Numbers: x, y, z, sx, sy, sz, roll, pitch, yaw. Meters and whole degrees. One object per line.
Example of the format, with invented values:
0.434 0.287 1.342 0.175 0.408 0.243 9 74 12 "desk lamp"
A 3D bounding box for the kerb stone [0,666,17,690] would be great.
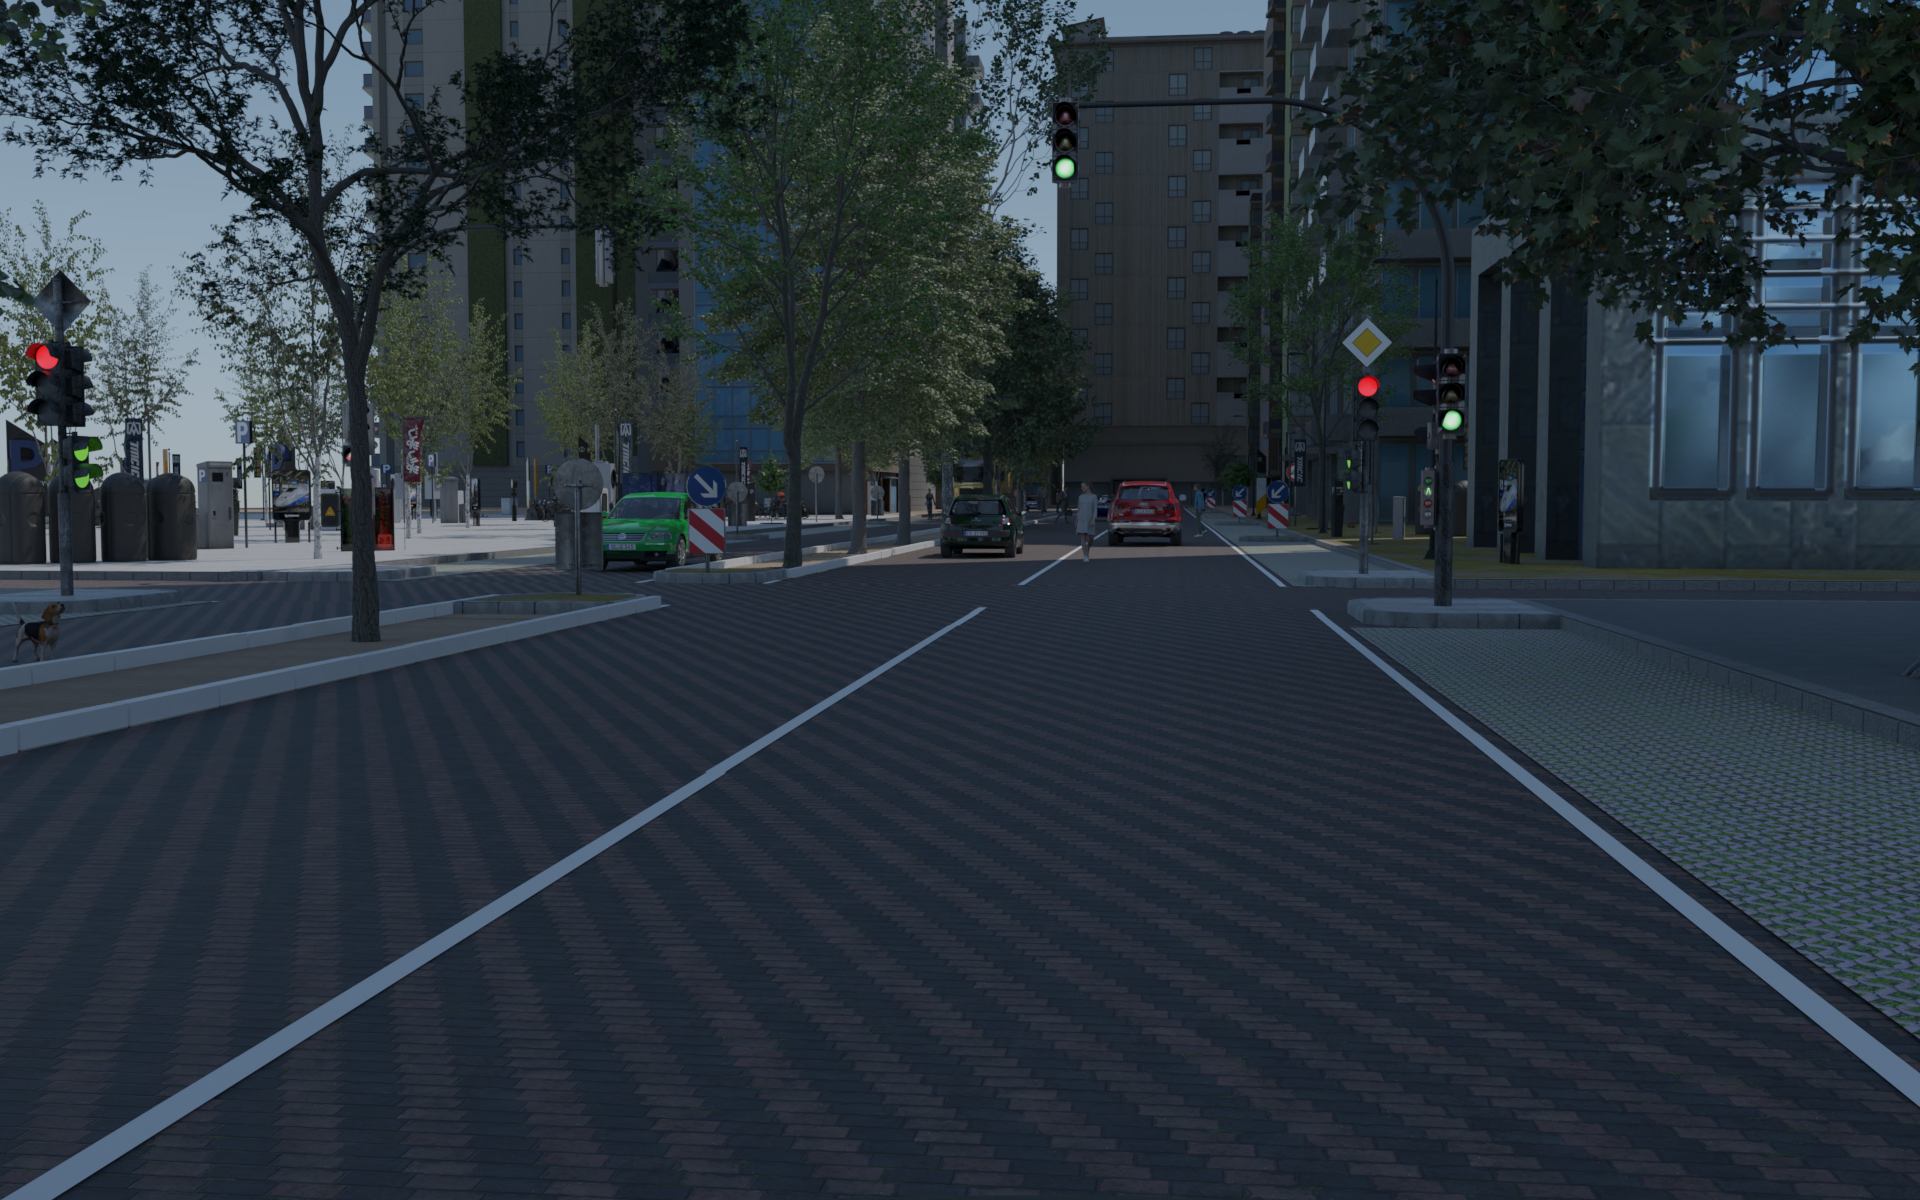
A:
-7.057 0.596 12.443 0.120 0.150 1.000 0 4 7 "kerb stone"

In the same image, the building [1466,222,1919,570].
27.663 -44.267 36.429 31.000 86.520 22.319 0 4 7 "building"

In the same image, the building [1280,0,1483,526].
27.607 -28.155 79.935 23.786 49.044 30.456 0 4 7 "building"

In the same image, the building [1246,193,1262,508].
34.782 -24.205 167.460 14.160 30.474 14.107 0 4 7 "building"

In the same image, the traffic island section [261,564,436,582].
-10.366 -0.463 29.847 2.009 0.180 2.903 0 4 7 "traffic island section"

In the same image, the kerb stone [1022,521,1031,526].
3.077 -3.525 79.833 0.120 0.150 1.000 0 4 7 "kerb stone"

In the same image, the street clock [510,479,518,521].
-20.999 -4.709 81.564 0.358 2.002 0.471 -2 4 -29 "street clock"

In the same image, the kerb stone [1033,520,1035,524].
3.325 -3.650 81.865 0.120 0.150 1.000 0 4 7 "kerb stone"

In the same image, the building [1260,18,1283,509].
34.005 -30.750 152.872 14.600 45.320 14.200 0 4 7 "building"

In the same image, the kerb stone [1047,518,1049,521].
4.432 -4.210 91.029 0.120 0.150 1.000 0 4 7 "kerb stone"

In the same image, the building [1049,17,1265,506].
24.954 -37.357 200.025 27.495 52.752 28.713 0 4 7 "building"

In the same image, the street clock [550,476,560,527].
-15.719 -3.850 67.526 0.358 2.002 0.471 2 4 32 "street clock"

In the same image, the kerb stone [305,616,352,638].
-6.454 0.285 17.541 0.120 0.150 1.000 0 4 7 "kerb stone"

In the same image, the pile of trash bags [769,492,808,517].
-9.704 -5.316 96.666 1.912 1.369 3.447 -1 4 -20 "pile of trash bags"

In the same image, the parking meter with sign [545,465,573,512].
-23.734 -6.518 102.828 1.738 3.016 0.543 2 4 26 "parking meter with sign"

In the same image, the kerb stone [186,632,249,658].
-6.704 0.410 15.498 0.120 0.150 1.000 0 4 7 "kerb stone"

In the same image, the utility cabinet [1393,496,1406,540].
12.452 -2.319 49.083 0.306 1.237 1.020 1 4 17 "utility cabinet"

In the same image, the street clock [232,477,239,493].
-31.528 -4.325 75.291 0.471 2.002 0.358 3 5 43 "street clock"

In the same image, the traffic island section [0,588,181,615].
-11.310 0.022 21.918 2.009 0.180 2.903 0 4 7 "traffic island section"

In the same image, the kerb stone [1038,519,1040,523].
3.693 -3.836 84.915 0.120 0.150 1.000 0 4 7 "kerb stone"

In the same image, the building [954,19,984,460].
-13.285 -33.533 167.871 30.456 49.044 23.786 0 4 7 "building"

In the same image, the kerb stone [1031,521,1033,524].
3.205 -3.587 80.850 0.120 0.150 1.000 0 4 7 "kerb stone"

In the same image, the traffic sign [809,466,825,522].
-6.534 -4.812 78.774 0.768 2.556 0.104 1 4 14 "traffic sign"

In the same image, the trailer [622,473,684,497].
-8.472 -2.445 47.030 1.471 1.999 3.904 0 4 7 "trailer"

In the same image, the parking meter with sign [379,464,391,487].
-33.740 -6.433 101.447 0.543 3.016 1.738 -2 4 -29 "parking meter with sign"

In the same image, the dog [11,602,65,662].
-7.863 0.276 14.782 0.540 0.507 0.406 -1 4 -10 "dog"

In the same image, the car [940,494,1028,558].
0.551 -1.875 40.436 2.009 1.686 4.222 0 4 6 "car"

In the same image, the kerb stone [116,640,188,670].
-6.814 0.473 14.482 0.120 0.150 1.000 0 4 7 "kerb stone"

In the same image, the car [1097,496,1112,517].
7.592 -4.892 92.558 1.945 1.354 3.894 0 4 8 "car"

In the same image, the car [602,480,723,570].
-5.893 -1.527 33.765 1.959 1.807 4.718 0 4 7 "car"

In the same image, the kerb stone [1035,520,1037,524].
3.445 -3.711 82.880 0.120 0.150 1.000 0 4 7 "kerb stone"

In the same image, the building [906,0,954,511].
-12.605 -36.173 133.434 21.231 58.520 28.212 0 4 7 "building"

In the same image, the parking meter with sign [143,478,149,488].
-39.252 -5.343 83.612 1.738 3.016 0.543 -2 4 -23 "parking meter with sign"

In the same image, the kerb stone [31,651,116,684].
-6.937 0.534 13.464 0.120 0.150 1.000 0 4 7 "kerb stone"

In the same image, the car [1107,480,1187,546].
5.325 -2.499 49.525 2.281 1.827 5.304 0 4 8 "car"

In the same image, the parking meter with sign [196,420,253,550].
-17.425 -2.703 40.453 0.543 3.016 1.738 2 4 32 "parking meter with sign"

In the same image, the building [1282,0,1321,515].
27.485 -26.040 109.343 14.154 41.232 14.086 0 4 7 "building"

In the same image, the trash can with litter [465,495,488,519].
-26.807 -5.222 96.442 1.678 1.210 2.233 1 4 9 "trash can with litter"

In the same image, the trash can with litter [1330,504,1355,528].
14.453 -3.293 65.231 1.055 1.170 0.624 1 4 12 "trash can with litter"

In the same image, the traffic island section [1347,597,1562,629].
5.561 0.145 19.910 2.009 0.180 2.903 0 4 7 "traffic island section"

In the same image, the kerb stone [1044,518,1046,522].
4.181 -4.085 88.988 0.120 0.150 1.000 0 4 7 "kerb stone"

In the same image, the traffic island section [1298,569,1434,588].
6.506 -0.340 27.839 2.009 0.180 2.903 0 4 7 "traffic island section"

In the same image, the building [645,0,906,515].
-11.382 -28.273 112.376 14.600 45.320 14.200 0 4 7 "building"

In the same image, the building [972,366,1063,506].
-3.049 -21.972 204.273 28.899 21.520 27.650 0 4 7 "building"

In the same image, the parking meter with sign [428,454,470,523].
-22.434 -4.883 76.094 0.543 3.016 1.738 3 5 43 "parking meter with sign"

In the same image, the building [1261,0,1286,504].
34.418 -29.115 130.652 22.147 44.769 28.867 0 4 7 "building"

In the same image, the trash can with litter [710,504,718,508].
-9.041 -3.030 60.920 1.055 1.170 0.624 -1 4 -12 "trash can with litter"

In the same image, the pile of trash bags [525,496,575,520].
-19.841 -4.629 85.435 1.912 1.369 3.447 1 4 21 "pile of trash bags"

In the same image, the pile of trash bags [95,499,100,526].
-35.356 -3.653 69.476 1.912 1.369 3.447 1 4 21 "pile of trash bags"

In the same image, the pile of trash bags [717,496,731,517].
-13.470 -5.304 96.480 1.912 1.369 3.447 0 4 -1 "pile of trash bags"

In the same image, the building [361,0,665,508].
-42.971 -38.552 172.330 28.212 58.520 21.231 0 4 7 "building"

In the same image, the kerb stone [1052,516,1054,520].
4.907 -4.451 95.096 0.120 0.150 1.000 0 4 7 "kerb stone"

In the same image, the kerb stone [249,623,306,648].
-6.570 0.354 16.523 0.120 0.150 1.000 0 4 7 "kerb stone"

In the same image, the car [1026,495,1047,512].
6.024 -7.744 139.198 1.945 1.354 3.894 0 4 7 "car"

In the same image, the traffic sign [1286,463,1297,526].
13.594 -4.283 70.128 0.768 2.556 0.104 1 4 11 "traffic sign"

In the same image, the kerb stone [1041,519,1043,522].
3.935 -3.954 86.958 0.120 0.150 1.000 0 4 7 "kerb stone"

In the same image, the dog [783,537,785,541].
-5.133 -2.004 52.952 0.550 0.427 0.748 0 4 0 "dog"
